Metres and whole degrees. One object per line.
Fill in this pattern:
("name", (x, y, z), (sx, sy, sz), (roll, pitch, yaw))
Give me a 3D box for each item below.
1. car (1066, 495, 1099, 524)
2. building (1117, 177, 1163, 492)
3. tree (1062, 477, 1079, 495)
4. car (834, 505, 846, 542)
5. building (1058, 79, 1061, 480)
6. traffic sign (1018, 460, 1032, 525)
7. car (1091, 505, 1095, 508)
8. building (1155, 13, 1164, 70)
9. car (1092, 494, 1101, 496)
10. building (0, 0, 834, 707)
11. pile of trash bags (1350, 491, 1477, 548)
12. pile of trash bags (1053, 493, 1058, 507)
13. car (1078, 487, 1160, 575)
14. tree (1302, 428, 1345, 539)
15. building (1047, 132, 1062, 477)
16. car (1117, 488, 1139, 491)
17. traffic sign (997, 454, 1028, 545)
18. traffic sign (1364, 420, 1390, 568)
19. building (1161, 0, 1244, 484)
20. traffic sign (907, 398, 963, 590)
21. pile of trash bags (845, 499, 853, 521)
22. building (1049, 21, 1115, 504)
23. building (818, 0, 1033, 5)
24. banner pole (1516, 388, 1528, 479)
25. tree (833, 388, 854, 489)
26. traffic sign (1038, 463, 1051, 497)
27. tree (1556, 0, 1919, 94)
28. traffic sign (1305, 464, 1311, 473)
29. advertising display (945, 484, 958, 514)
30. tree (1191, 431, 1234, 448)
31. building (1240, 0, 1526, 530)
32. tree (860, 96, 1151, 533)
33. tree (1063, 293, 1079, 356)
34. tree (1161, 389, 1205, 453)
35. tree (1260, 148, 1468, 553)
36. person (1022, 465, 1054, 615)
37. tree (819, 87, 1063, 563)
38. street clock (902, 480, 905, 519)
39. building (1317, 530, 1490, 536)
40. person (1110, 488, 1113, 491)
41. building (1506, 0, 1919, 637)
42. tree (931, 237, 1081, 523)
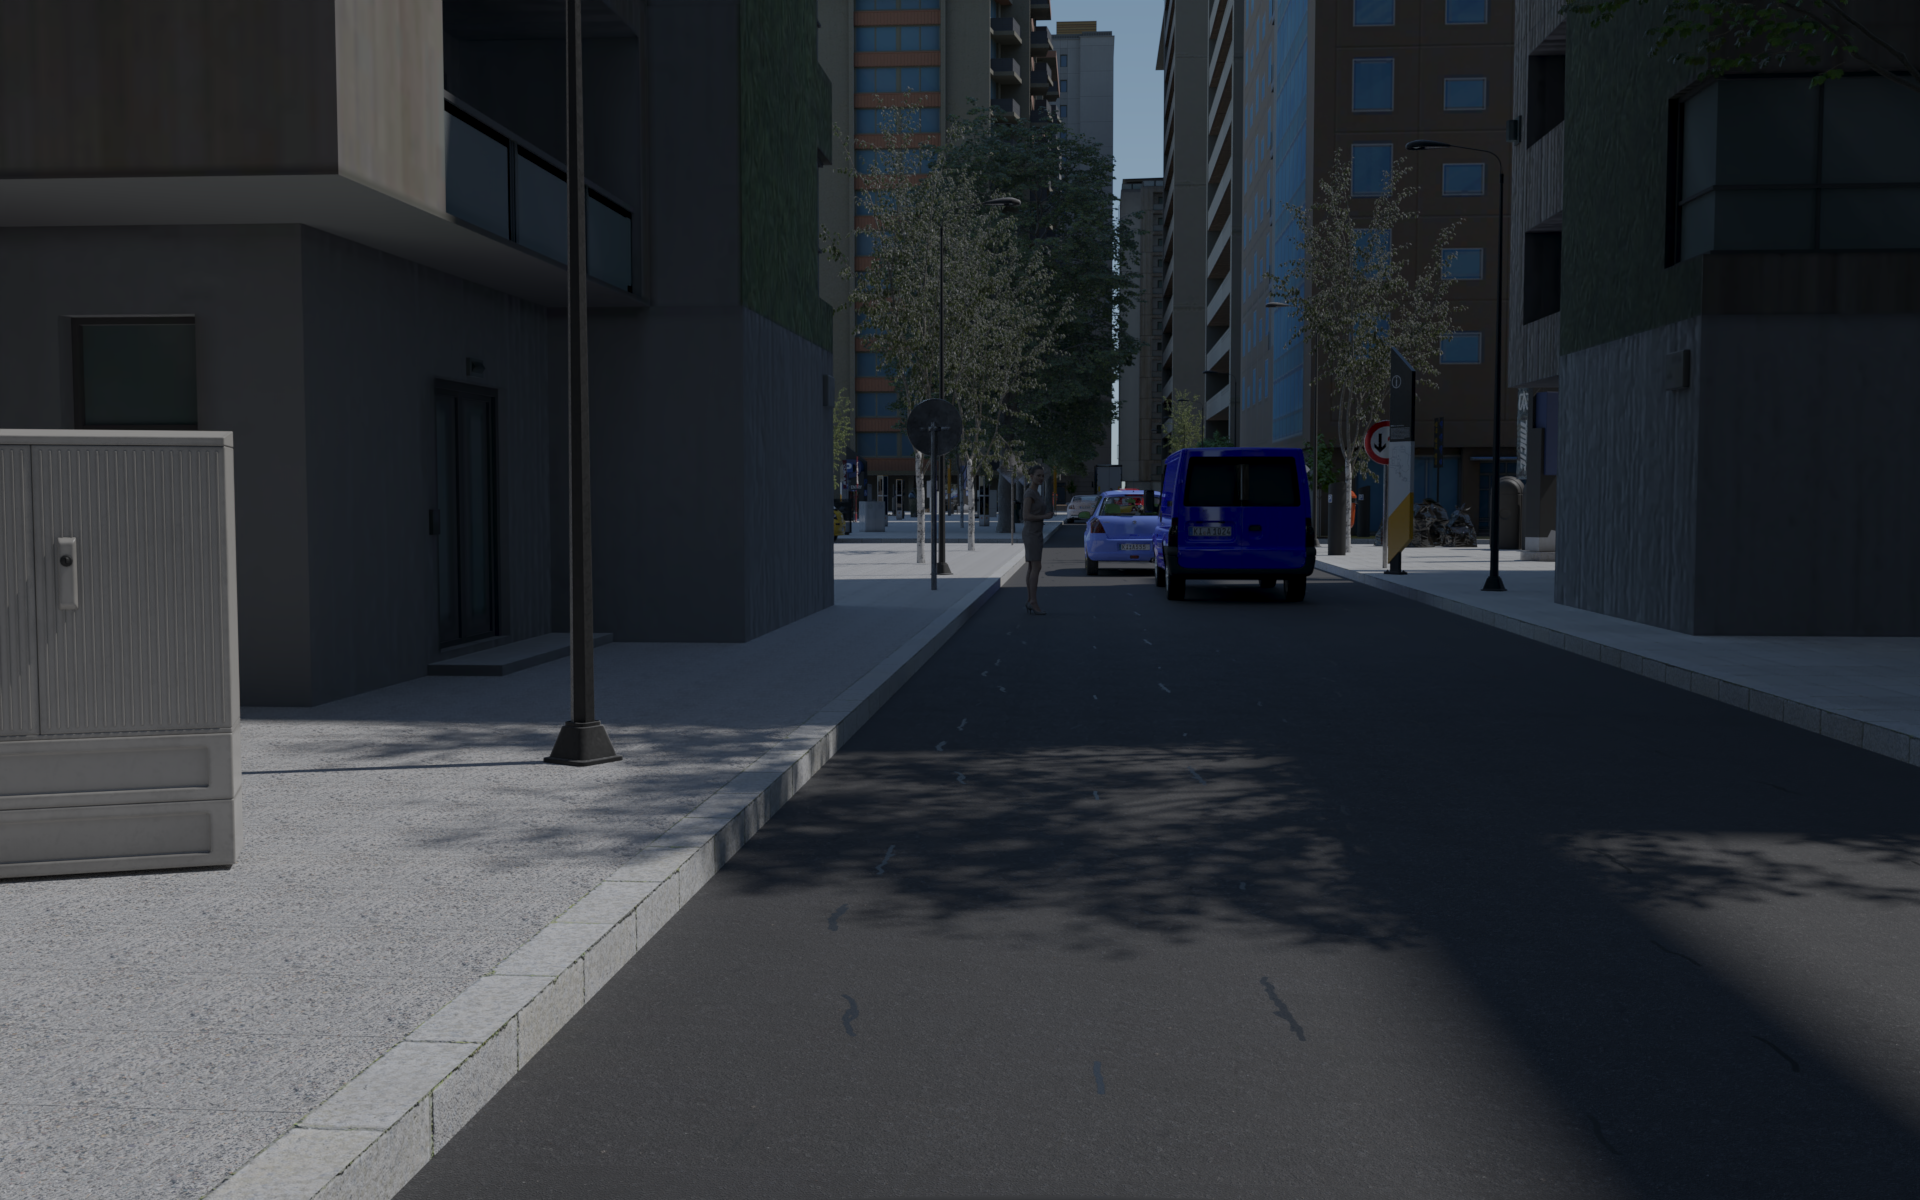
("car", (6.240, -4.466, 85.380), (2.083, 1.381, 4.827), (0, 4, 6))
("building", (26.888, -32.619, 216.909), (14.086, 41.232, 14.154), (0, 4, 4))
("tree", (12.585, -12.239, 194.710), (1.663, 3.219, 1.824), (0, 3, 0))
("car", (-5.254, -2.381, 49.149), (3.980, 1.641, 2.015), (0, 4, 5))
("building", (-1.353, -31.523, 170.022), (22.147, 44.769, 28.867), (0, 4, 4))
("traffic sign", (1.924, -2.912, 51.252), (0.795, 2.450, 0.064), (0, 4, 4))
("car", (6.108, -3.504, 67.513), (2.015, 1.641, 3.980), (0, 4, 5))
("building", (35.610, -36.422, 184.740), (28.713, 52.752, 27.495), (0, 4, 4))
("car", (10.868, -7.620, 136.594), (2.014, 1.417, 4.499), (0, 4, 3))
("building", (-8.977, -20.117, 12.505), (14.154, 41.232, 14.086), (0, 4, 4))
("pile of trash bags", (10.685, -1.978, 42.088), (3.447, 1.369, 1.912), (-1, 4, -9))
("pile of trash bags", (5.071, -6.419, 114.699), (3.447, 1.369, 1.912), (-3, 4, -38))
("car", (3.137, -1.357, 31.785), (1.945, 1.707, 3.694), (0, 4, 3))
("tree", (10.487, -3.390, 50.025), (1.663, 3.219, 1.824), (0, 3, 0))
("building", (4.331, -31.217, 193.996), (14.086, 41.232, 14.154), (0, 4, 4))
("car", (11.366, -6.637, 117.192), (2.281, 1.827, 5.304), (0, 4, 4))
("traffic sign", (1.311, -2.425, 43.290), (0.795, 2.450, 0.064), (0, 4, 4))
("traffic sign", (7.346, -1.821, 29.875), (0.768, 2.556, 0.104), (1, 4, 9))
("building", (27.121, -31.367, 136.556), (21.300, 48.544, 21.600), (0, 4, 4))
("traffic sign", (-0.349, -1.407, 23.106), (0.768, 2.556, 0.104), (1, 4, 13))
("pile of trash bags", (-6.757, -4.463, 82.714), (1.912, 1.369, 3.447), (3, 5, 42))
("building", (5.274, -41.505, 220.602), (28.212, 58.520, 21.231), (0, 4, 4))
("building", (-3.730, -29.747, 140.986), (22.147, 44.769, 28.867), (0, 4, 4))
("banner pole", (11.655, -2.786, 35.572), (0.401, 3.779, 0.863), (-1, 4, -15))
("tree", (-8.772, -9.993, 113.748), (4.737, 8.622, 4.395), (0, 3, 0))
("traffic sign", (3.322, -4.314, 70.643), (0.768, 2.556, 0.104), (1, 4, 9))
("tree", (7.039, -5.162, 10.152), (9.928, 11.665, 9.643), (0, 3, 0))
("traffic sign", (8.234, -2.391, 42.739), (0.795, 2.450, 0.064), (0, 4, 4))
("advertising display", (-0.565, -6.467, 110.951), (0.974, 1.923, 0.123), (2, 4, 24))
("tree", (12.914, -6.348, 87.503), (4.285, 4.588, 4.351), (0, 3, 0))
("building", (19.717, -25.928, 74.037), (14.600, 45.320, 14.200), (0, 4, 4))
("tree", (1.620, -9.192, 56.952), (9.857, 13.997, 8.962), (0, 3, 0))
("tree", (0.331, -5.412, 38.853), (4.360, 8.622, 3.978), (0, 3, 0))
("tree", (15.798, -10.387, 120.185), (4.737, 8.622, 4.395), (0, 3, 0))
("tree", (8.736, -5.344, 37.735), (4.360, 8.622, 3.978), (0, 3, 0))
("person", (0.928, -0.731, 20.786), (0.374, 1.781, 0.599), (1, 4, 15))
("tree", (-0.662, -4.975, 31.710), (4.360, 8.622, 3.978), (0, 3, 0))
("street clock", (-2.986, -5.209, 89.733), (0.358, 2.002, 0.471), (0, 4, 3))
("building", (18.204, -24.920, 57.552), (14.200, 45.320, 14.600), (0, 4, 4))
("person", (9.204, -5.897, 105.191), (0.678, 1.792, 0.850), (1, 4, 18))
("building", (14.162, -15.250, 21.037), (14.160, 30.474, 14.107), (0, 4, 4))
("tree", (2.470, -9.741, 77.398), (7.486, 12.596, 7.792), (0, 3, 0))
